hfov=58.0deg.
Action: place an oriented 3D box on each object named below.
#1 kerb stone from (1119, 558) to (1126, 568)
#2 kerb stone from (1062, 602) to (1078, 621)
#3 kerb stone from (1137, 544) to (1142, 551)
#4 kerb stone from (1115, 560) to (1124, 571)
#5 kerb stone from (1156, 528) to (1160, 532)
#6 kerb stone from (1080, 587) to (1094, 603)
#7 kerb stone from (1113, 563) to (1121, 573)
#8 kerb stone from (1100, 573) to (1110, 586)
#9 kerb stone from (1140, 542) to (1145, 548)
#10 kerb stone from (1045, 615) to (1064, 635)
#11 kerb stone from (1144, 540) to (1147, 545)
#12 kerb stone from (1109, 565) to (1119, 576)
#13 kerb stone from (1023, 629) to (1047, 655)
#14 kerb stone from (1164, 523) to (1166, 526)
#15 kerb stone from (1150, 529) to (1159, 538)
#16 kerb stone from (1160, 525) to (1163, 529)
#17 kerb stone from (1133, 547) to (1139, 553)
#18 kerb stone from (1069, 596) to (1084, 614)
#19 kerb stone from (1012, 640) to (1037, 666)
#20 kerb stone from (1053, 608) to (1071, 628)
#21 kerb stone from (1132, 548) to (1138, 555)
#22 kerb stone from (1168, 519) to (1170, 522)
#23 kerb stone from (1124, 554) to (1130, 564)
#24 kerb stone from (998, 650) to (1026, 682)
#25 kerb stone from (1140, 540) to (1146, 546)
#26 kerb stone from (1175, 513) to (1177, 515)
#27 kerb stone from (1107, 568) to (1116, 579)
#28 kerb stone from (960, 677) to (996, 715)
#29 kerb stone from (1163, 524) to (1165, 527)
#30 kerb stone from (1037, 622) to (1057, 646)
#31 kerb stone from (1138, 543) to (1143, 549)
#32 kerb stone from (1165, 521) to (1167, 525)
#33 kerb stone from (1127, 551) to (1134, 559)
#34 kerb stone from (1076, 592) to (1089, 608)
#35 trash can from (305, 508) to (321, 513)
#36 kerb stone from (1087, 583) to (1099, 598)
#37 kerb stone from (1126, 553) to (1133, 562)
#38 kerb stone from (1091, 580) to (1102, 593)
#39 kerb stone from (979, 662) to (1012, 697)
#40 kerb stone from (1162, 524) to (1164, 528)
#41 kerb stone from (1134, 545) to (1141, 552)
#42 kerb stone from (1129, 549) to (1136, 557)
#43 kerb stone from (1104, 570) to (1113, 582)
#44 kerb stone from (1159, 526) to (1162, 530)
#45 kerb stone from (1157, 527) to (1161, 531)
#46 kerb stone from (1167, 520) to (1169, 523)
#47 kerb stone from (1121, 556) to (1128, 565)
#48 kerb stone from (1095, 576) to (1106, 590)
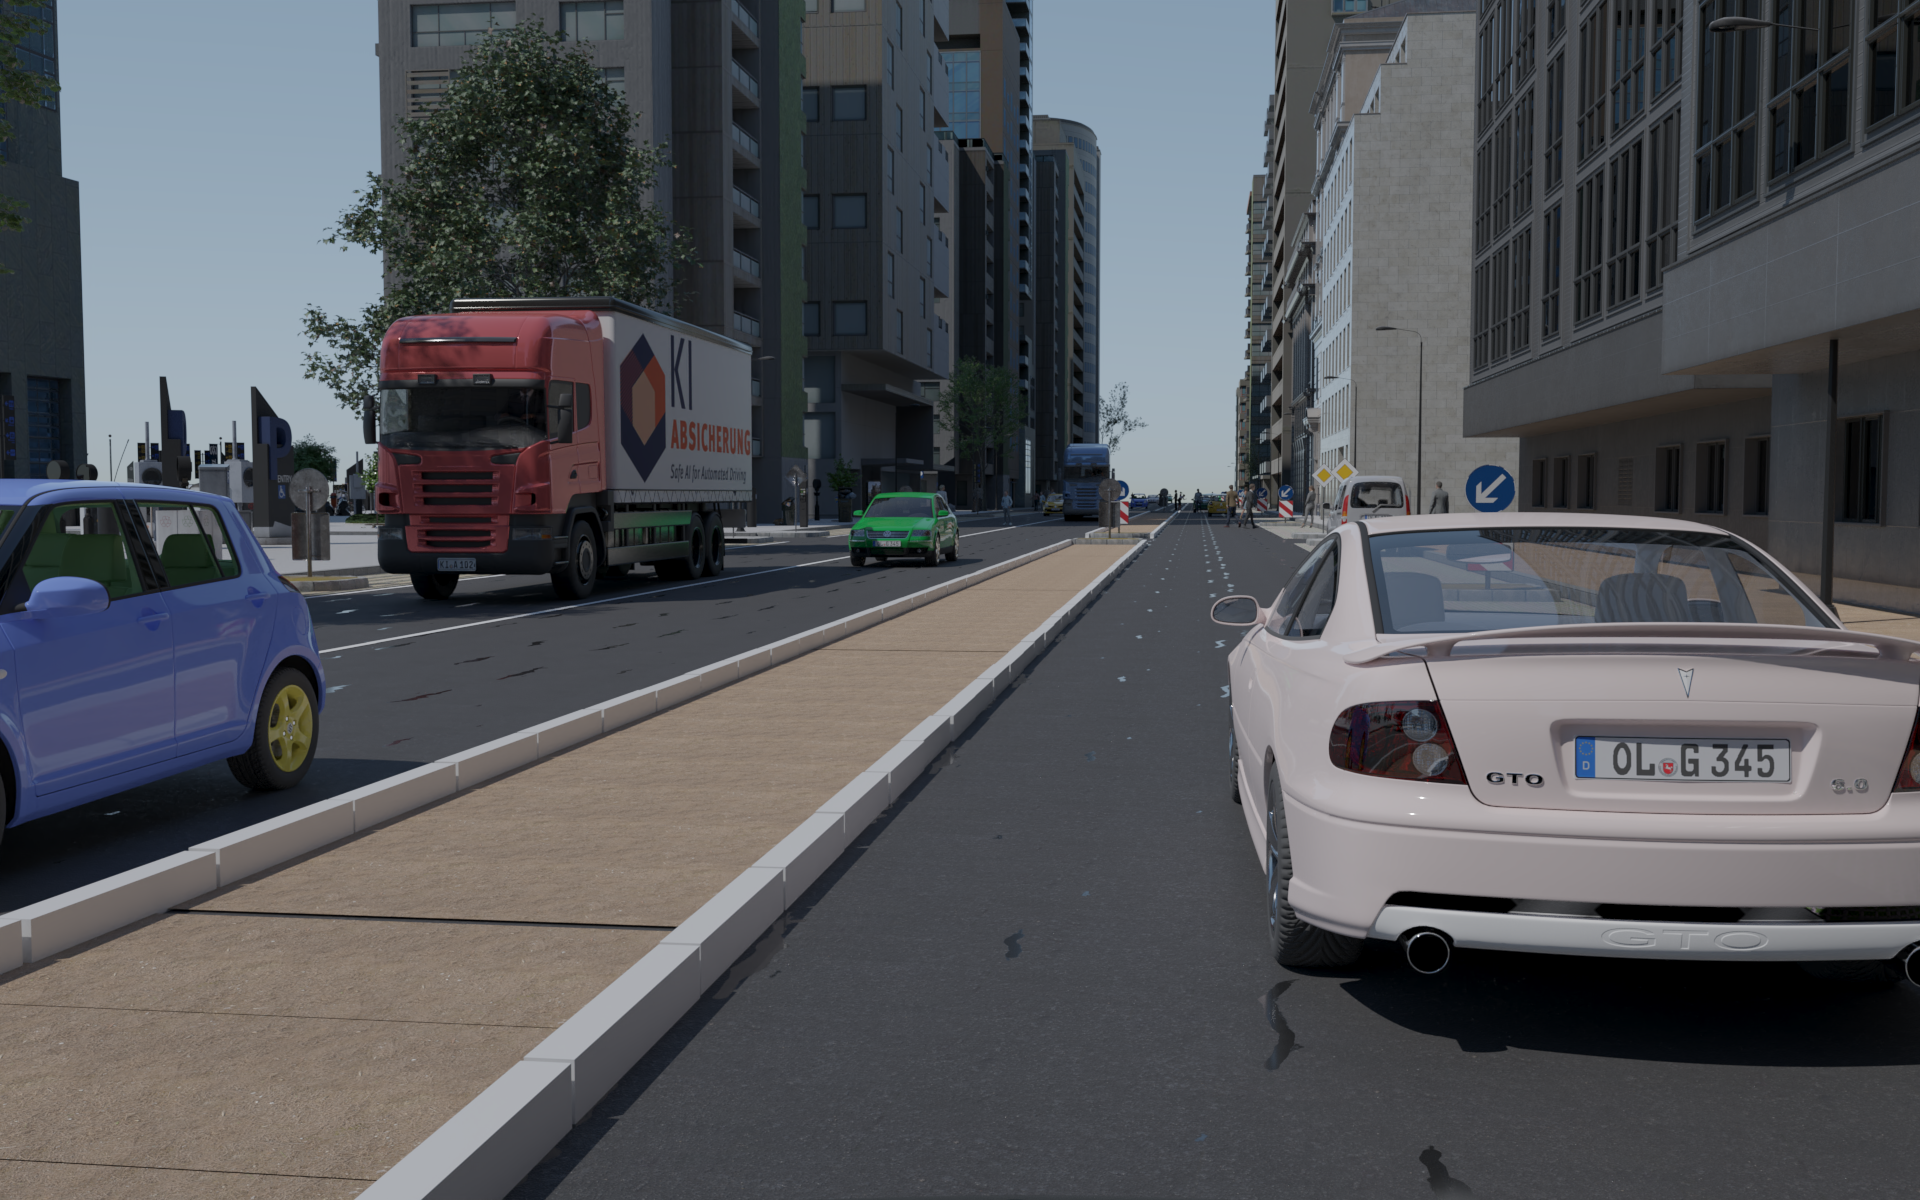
[{"bbox_3d":[3.026,-0.654,32.889,0.120,0.150,1.000,0,4,8],"label":"kerb stone"},{"bbox_3d":[1.220,0.155,19.678,0.120,0.150,1.000,0,4,8],"label":"kerb stone"},{"bbox_3d":[4.285,-1.215,42.062,0.120,0.150,1.000,0,4,8],"label":"kerb stone"},{"bbox_3d":[2.890,-0.592,31.876,0.120,0.150,1.000,0,4,8],"label":"kerb stone"},{"bbox_3d":[6.878,-2.369,60.936,0.120,0.150,1.000,0,4,8],"label":"kerb stone"},{"bbox_3d":[1.630,-0.032,22.722,0.120,0.150,1.000,0,4,8],"label":"kerb stone"},{"bbox_3d":[2.746,-0.524,30.856,0.120,0.150,1.000,0,4,8],"label":"kerb stone"},{"bbox_3d":[2.192,-0.281,26.790,0.120,0.150,1.000,0,4,8],"label":"kerb stone"},{"bbox_3d":[4.570,-1.335,44.102,0.120,0.150,1.000,0,4,8],"label":"kerb stone"},{"bbox_3d":[0.935,0.285,17.645,0.120,0.150,1.000,0,4,8],"label":"kerb stone"},{"bbox_3d":[4.846,-1.461,46.128,0.120,0.150,1.000,0,4,8],"label":"kerb stone"},{"bbox_3d":[2.617,-0.467,29.828,0.120,0.150,1.000,0,4,8],"label":"kerb stone"},{"bbox_3d":[0.657,0.403,15.605,0.120,0.150,1.000,0,4,8],"label":"kerb stone"},{"bbox_3d":[8.269,-2.990,71.074,0.120,0.150,1.000,0,4,8],"label":"kerb stone"},{"bbox_3d":[6.732,-2.301,59.924,0.120,0.150,1.000,0,4,8],"label":"kerb stone"},{"bbox_3d":[7.436,-2.618,64.998,0.120,0.150,1.000,0,4,8],"label":"kerb stone"},{"bbox_3d":[4.002,-1.084,40.016,0.120,0.150,1.000,0,4,8],"label":"kerb stone"},{"bbox_3d":[1.359,0.092,20.692,0.120,0.150,1.000,0,4,8],"label":"kerb stone"},{"bbox_3d":[0.519,0.472,14.593,0.120,0.150,1.000,0,4,8],"label":"kerb stone"},{"bbox_3d":[1.074,0.217,18.666,0.120,0.150,1.000,0,4,8],"label":"kerb stone"},{"bbox_3d":[3.863,-1.028,39.000,0.120,0.150,1.000,0,4,8],"label":"kerb stone"},{"bbox_3d":[9.659,-3.610,81.216,0.120,0.150,1.000,0,4,8],"label":"kerb stone"},{"bbox_3d":[3.305,-0.779,34.935,0.120,0.150,1.000,0,4,8],"label":"kerb stone"},{"bbox_3d":[0.390,0.530,13.577,0.120,0.150,1.000,0,4,8],"label":"kerb stone"},{"bbox_3d":[4.700,-1.402,45.116,0.120,0.150,1.000,0,4,8],"label":"kerb stone"},{"bbox_3d":[12.989,-5.100,105.579,0.120,0.150,1.000,0,4,8],"label":"kerb stone"},{"bbox_3d":[2.471,-0.400,28.817,0.120,0.150,1.000,0,4,8],"label":"kerb stone"},{"bbox_3d":[0.102,0.656,11.545,0.120,0.150,1.000,0,4,8],"label":"kerb stone"},{"bbox_3d":[7.986,-2.865,69.050,0.120,0.150,1.000,0,4,8],"label":"kerb stone"},{"bbox_3d":[0.806,0.347,16.629,0.120,0.150,1.000,0,4,8],"label":"kerb stone"},{"bbox_3d":[4.426,-1.269,43.090,0.120,0.150,1.000,0,4,8],"label":"kerb stone"},{"bbox_3d":[8.813,-3.238,75.140,0.120,0.150,1.000,0,4,8],"label":"kerb stone"},{"bbox_3d":[3.589,-0.903,36.959,0.120,0.150,1.000,0,4,8],"label":"kerb stone"},{"bbox_3d":[1.497,0.030,21.708,0.120,0.150,1.000,0,4,8],"label":"kerb stone"},{"bbox_3d":[-25.726,-3.497,68.823,0.748,1.137,0.748,0,3,0],"label":"trash can"},{"bbox_3d":[1.778,-0.094,23.734,0.120,0.150,1.000,0,4,8],"label":"kerb stone"},{"bbox_3d":[3.452,-0.841,35.946,0.120,0.150,1.000,0,4,8],"label":"kerb stone"},{"bbox_3d":[1.912,-0.152,24.764,0.120,0.150,1.000,0,4,8],"label":"kerb stone"},{"bbox_3d":[0.245,0.589,12.560,0.120,0.150,1.000,0,4,8],"label":"kerb stone"},{"bbox_3d":[7.847,-2.801,68.038,0.120,0.150,1.000,0,4,8],"label":"kerb stone"},{"bbox_3d":[4.147,-1.152,41.035,0.120,0.150,1.000,0,4,8],"label":"kerb stone"},{"bbox_3d":[3.729,-0.965,37.986,0.120,0.150,1.000,0,4,8],"label":"kerb stone"},{"bbox_3d":[2.328,-0.343,27.804,0.120,0.150,1.000,0,4,8],"label":"kerb stone"},{"bbox_3d":[7.292,-2.555,63.977,0.120,0.150,1.000,0,4,8],"label":"kerb stone"},{"bbox_3d":[7.012,-2.431,61.949,0.120,0.150,1.000,0,4,8],"label":"kerb stone"},{"bbox_3d":[9.235,-3.424,78.180,0.120,0.150,1.000,0,4,8],"label":"kerb stone"},{"bbox_3d":[3.170,-0.717,33.915,0.120,0.150,1.000,0,4,8],"label":"kerb stone"},{"bbox_3d":[2.053,-0.219,25.776,0.120,0.150,1.000,0,4,8],"label":"kerb stone"}]
